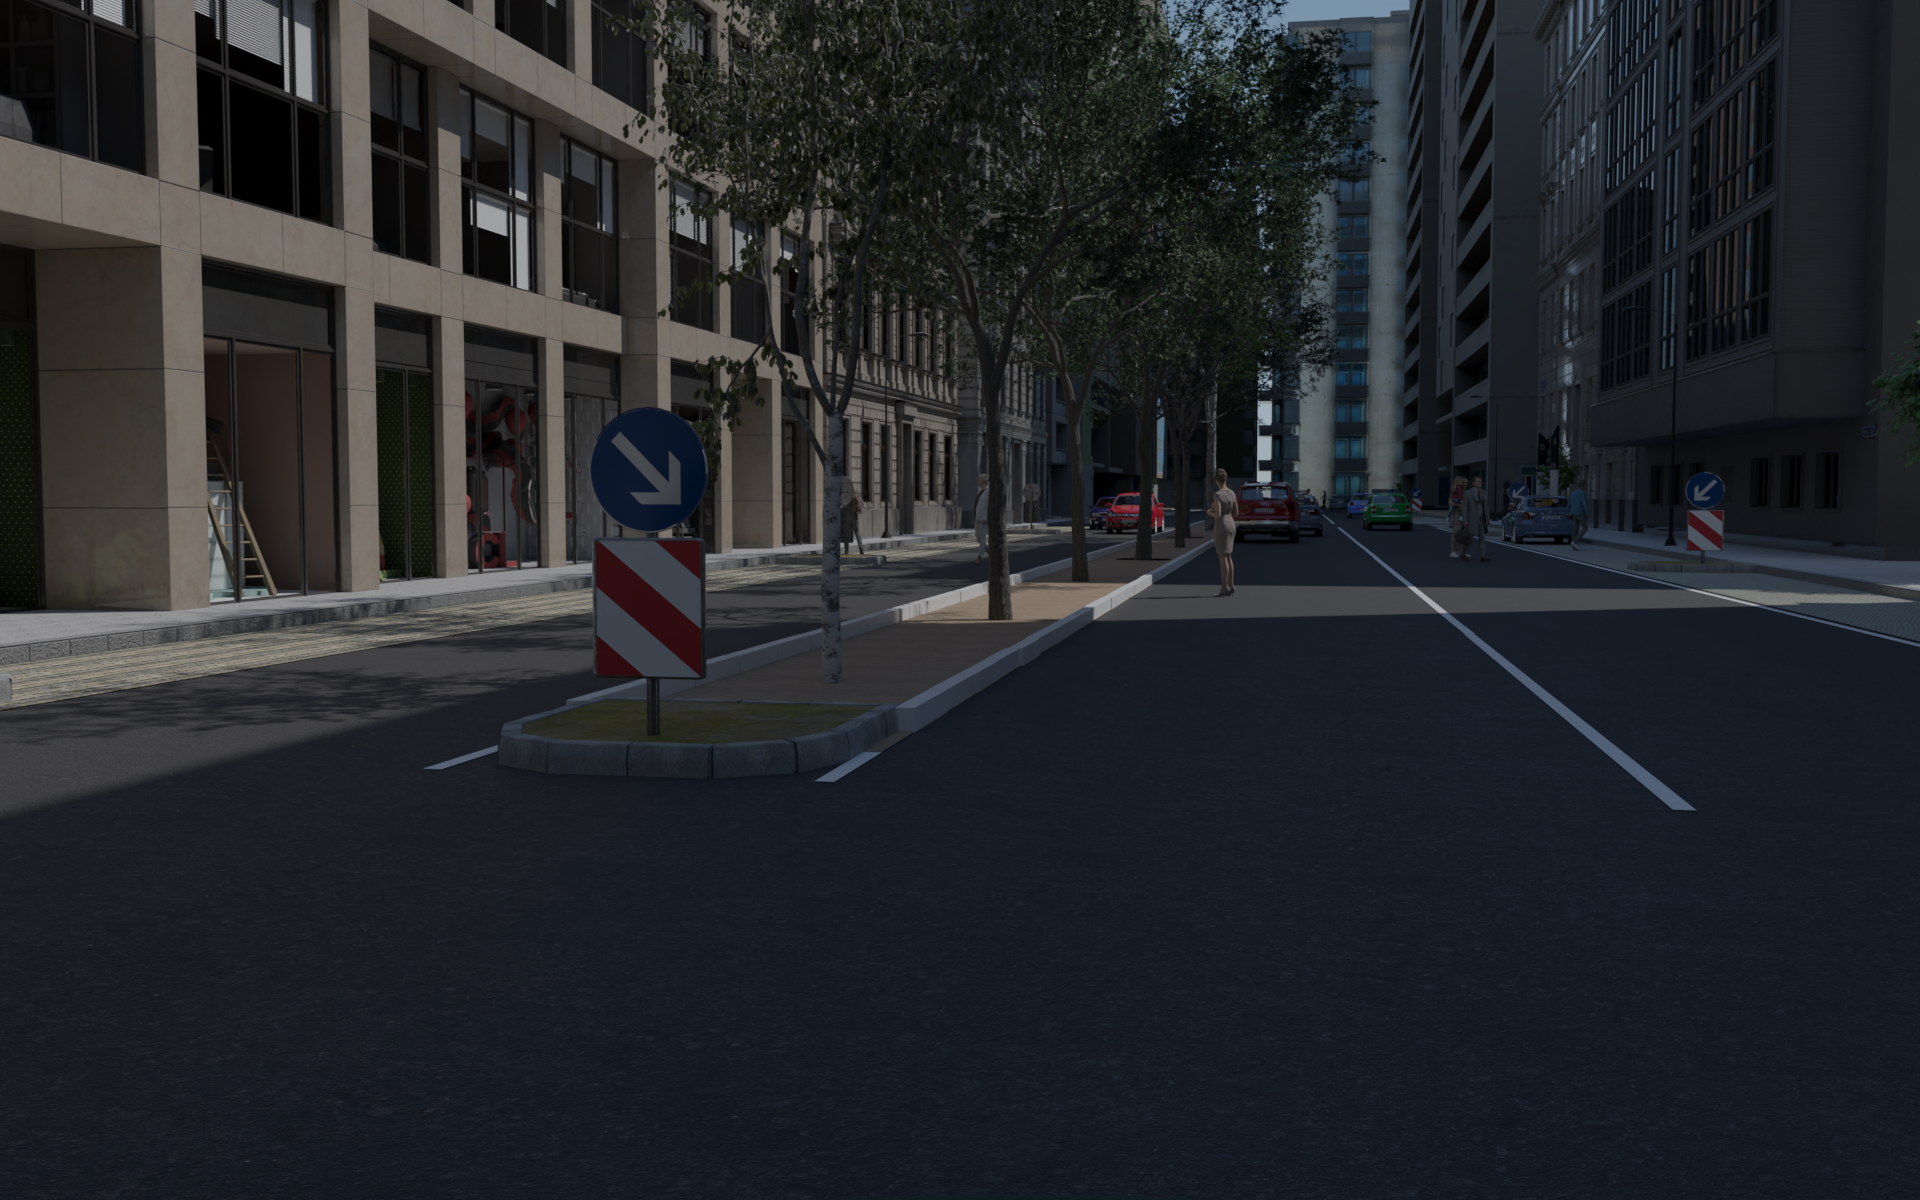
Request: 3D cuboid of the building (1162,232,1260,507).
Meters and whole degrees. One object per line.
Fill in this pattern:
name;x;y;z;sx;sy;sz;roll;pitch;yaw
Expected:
building;22.835;-24.590;173.743;14.107;30.474;14.160;1;4;11

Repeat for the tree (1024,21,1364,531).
tree;8.712;-12.809;67.772;12.611;20.169;13.585;0;3;0

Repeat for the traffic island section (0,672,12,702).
traffic island section;-7.699;0.673;11.273;2.009;0.180;2.903;1;4;11

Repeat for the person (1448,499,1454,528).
person;20.546;-3.634;72.201;0.394;1.301;0.425;1;4;9

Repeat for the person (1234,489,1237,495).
person;14.757;-5.152;93.412;0.551;1.740;0.621;0;4;2

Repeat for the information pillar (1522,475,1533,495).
information pillar;21.952;-3.826;67.053;0.304;2.012;0.304;0;4;-3

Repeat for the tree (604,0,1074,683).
tree;-0.940;-3.685;13.073;4.360;8.622;3.978;0;3;0

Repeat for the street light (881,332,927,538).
street light;-1.602;-4.733;49.933;1.470;5.913;1.316;1;4;11

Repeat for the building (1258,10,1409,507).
building;45.710;-33.913;174.082;30.456;49.044;23.786;1;4;11

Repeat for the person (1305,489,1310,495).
person;17.588;-4.785;87.654;0.530;1.710;0.541;2;4;29

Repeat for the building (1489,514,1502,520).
building;38.849;-28.731;93.446;21.300;48.544;21.600;1;4;11

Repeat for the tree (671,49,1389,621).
tree;0.546;-5.062;19.626;8.767;10.594;7.601;1;4;11

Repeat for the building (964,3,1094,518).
building;-0.546;-25.044;93.060;14.154;41.232;14.086;1;4;11

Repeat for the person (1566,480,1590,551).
person;15.562;-2.128;43.637;0.444;1.785;0.601;-1;4;-15

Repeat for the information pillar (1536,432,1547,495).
information pillar;22.159;-4.554;65.817;0.504;3.616;0.183;-1;4;-15

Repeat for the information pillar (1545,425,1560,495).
information pillar;20.339;-4.153;59.263;0.183;3.616;0.504;0;4;-6

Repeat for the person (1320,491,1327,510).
person;32.650;-8.946;155.562;0.721;1.735;1.217;3;4;37

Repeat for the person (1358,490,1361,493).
person;28.619;-7.012;123.866;1.217;1.735;0.721;-2;4;-31

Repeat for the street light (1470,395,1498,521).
street light;24.650;-6.660;81.430;1.470;5.913;1.316;1;4;11

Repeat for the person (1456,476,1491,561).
person;10.991;-1.731;36.900;0.694;1.812;0.767;-1;4;-19

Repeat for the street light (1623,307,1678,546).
street light;17.126;-4.307;42.968;1.470;5.913;1.316;1;4;11

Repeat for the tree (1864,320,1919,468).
tree;15.676;-2.606;26.319;4.285;4.588;4.351;0;3;0

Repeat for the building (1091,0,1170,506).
building;10.885;-30.814;153.912;14.200;45.320;14.600;1;4;11

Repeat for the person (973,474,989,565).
person;0.512;-1.655;35.436;0.514;1.842;0.818;3;4;38

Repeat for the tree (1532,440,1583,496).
tree;21.185;-4.099;61.615;1.663;3.219;1.824;0;3;0

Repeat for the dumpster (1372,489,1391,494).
dumpster;35.393;-8.370;145.064;1.865;1.857;1.264;1;4;10

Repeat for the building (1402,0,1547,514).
building;48.250;-31.720;142.327;21.300;48.544;21.600;1;4;11

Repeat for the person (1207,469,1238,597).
person;3.656;-0.936;24.149;0.374;1.781;0.599;3;5;43

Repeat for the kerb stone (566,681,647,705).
kerb stone;-2.301;0.671;11.283;0.120;0.150;1.000;1;4;11

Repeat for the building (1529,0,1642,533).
building;30.044;-16.508;67.175;12.463;27.353;25.104;1;4;11

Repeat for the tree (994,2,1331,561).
tree;4.041;-6.643;36.831;9.928;11.665;9.643;0;3;0

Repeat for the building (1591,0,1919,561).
building;25.199;-15.258;42.974;14.314;27.812;24.014;1;4;11

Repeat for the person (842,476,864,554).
person;-2.496;-1.877;39.147;0.622;1.834;0.822;-1;4;-21

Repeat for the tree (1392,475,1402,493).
tree;40.225;-9.963;157.493;1.663;3.219;1.824;0;3;0

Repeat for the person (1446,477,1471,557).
person;11.321;-1.884;39.275;0.573;1.828;0.580;2;4;25

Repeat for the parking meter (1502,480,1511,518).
parking meter;23.332;-4.174;73.948;0.255;1.863;0.399;0;4;7

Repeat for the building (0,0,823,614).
building;-16.218;-13.752;29.364;19.350;26.468;34.151;1;4;11

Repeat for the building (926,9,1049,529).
building;-2.195;-13.695;73.069;9.793;20.994;18.267;1;4;11

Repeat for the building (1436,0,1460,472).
building;47.370;-32.291;117.201;28.713;52.752;27.495;1;4;11

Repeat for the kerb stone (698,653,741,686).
kerb stone;-1.915;0.544;13.297;0.120;0.150;1.000;1;4;11

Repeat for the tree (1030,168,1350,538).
tree;7.315;-8.734;55.627;12.009;13.543;11.850;0;3;0

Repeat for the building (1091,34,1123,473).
building;-3.805;-32.125;114.481;28.713;52.752;27.495;1;4;11

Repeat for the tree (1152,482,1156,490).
tree;15.669;-9.188;144.827;1.663;3.219;1.824;0;3;0

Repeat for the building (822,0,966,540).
building;-6.299;-11.633;54.831;10.561;19.102;19.286;1;4;11

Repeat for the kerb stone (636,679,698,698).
kerb stone;-2.108;0.610;12.294;0.120;0.150;1.000;1;4;11
